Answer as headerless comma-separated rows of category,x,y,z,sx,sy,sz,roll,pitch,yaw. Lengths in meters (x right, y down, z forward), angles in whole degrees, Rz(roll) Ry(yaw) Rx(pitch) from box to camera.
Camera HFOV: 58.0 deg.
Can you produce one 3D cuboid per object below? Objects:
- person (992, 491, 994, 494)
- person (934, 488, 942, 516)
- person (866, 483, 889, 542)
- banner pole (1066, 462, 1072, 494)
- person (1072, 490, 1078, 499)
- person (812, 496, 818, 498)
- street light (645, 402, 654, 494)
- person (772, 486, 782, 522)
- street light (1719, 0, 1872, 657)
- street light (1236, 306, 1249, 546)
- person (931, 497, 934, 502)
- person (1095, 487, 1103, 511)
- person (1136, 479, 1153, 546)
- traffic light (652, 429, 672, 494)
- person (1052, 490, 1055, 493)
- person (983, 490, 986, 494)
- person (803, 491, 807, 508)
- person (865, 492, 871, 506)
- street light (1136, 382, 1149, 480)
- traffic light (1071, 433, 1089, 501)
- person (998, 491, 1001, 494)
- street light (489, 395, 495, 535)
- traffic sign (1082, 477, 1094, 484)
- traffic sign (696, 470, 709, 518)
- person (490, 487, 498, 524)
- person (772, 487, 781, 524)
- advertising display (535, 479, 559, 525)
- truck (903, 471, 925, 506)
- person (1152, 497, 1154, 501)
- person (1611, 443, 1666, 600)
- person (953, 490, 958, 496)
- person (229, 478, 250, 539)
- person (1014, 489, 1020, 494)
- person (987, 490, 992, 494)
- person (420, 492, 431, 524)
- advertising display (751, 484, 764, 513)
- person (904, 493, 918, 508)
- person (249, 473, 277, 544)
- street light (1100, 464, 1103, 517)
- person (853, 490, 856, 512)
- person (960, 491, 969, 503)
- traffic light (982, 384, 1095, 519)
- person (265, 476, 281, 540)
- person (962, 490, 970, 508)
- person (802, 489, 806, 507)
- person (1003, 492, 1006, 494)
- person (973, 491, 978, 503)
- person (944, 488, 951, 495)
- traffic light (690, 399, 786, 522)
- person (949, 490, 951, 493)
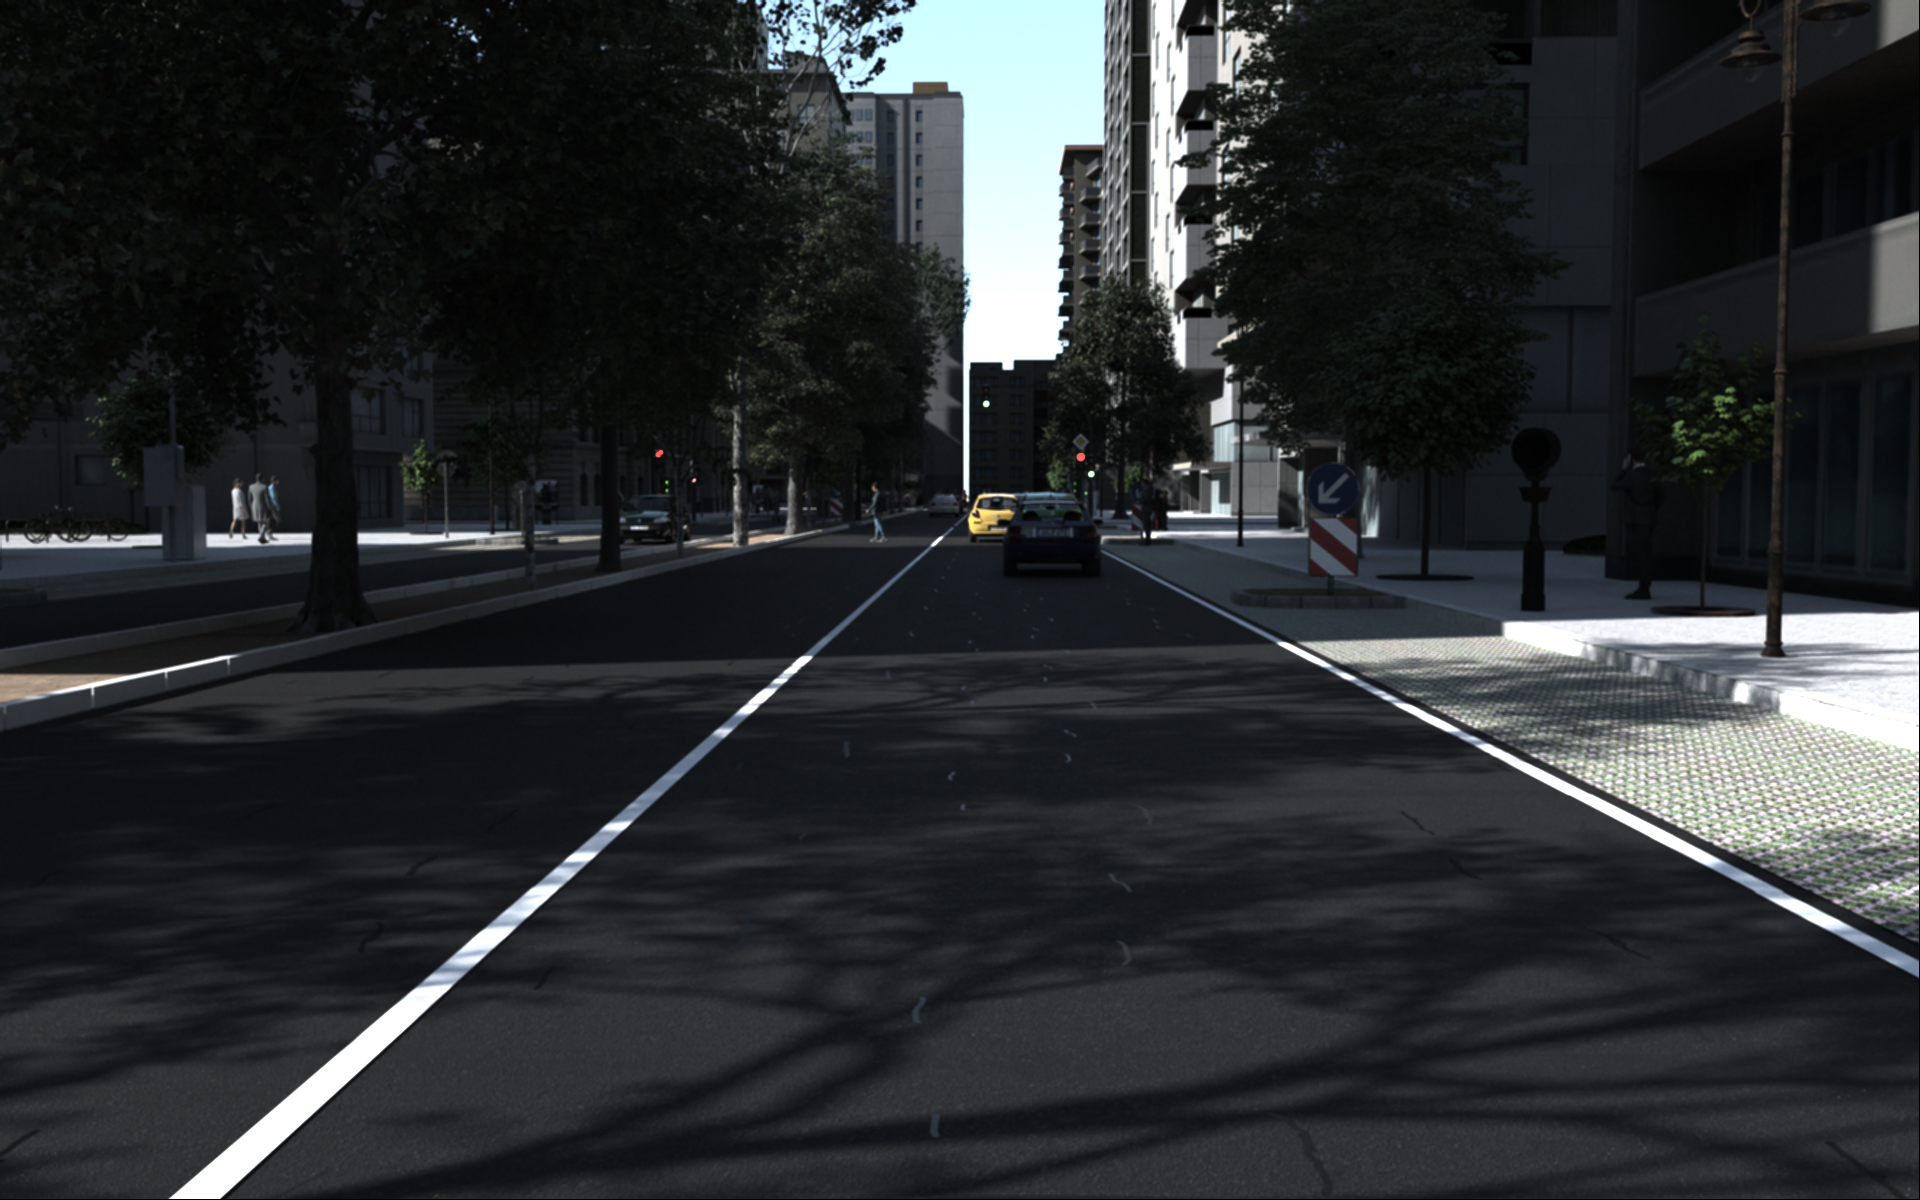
person,4.143,-12.711,216.420,1.348,1.812,0.705,-2,4,-30
person,-1.382,-6.330,112.089,0.635,1.810,0.391,-3,5,-45
person,-2.490,-2.659,52.327,0.721,1.781,0.623,0,4,-4
banner pole,8.337,-8.657,131.566,0.401,3.779,0.863,3,5,42
person,9.999,-8.867,150.976,0.822,1.834,0.622,0,4,-6
person,-13.874,-9.739,166.095,0.721,1.723,1.217,2,4,27
street light,-14.295,-6.586,80.468,0.468,5.910,1.993,0,4,1
person,-9.494,-4.967,89.811,0.679,1.850,0.850,2,4,33
street light,6.429,-2.491,13.513,0.468,5.910,1.993,0,4,1
street light,6.888,-4.257,42.382,0.468,5.910,1.993,0,4,1
person,-2.290,-8.248,148.370,0.505,1.210,0.382,-1,4,-9
person,10.207,-7.482,128.650,0.850,1.792,0.678,1,4,9
person,5.100,-2.426,47.976,0.447,1.846,0.655,1,4,14
traffic light,-12.460,-5.094,72.205,0.839,4.253,0.868,0,4,1
person,9.267,-10.201,173.543,0.721,1.736,1.217,0,4,4
person,2.282,-9.112,157.561,0.705,1.814,1.350,-2,4,-35
person,-13.996,-9.293,158.710,1.217,1.735,0.721,-1,4,-21
person,-10.412,-11.382,196.063,0.593,1.643,0.415,0,4,-8
street light,7.508,-6.029,71.355,0.468,5.910,1.993,0,4,1
traffic light,5.540,-5.564,79.890,0.839,4.253,0.868,0,4,1
person,4.610,-11.740,200.388,0.705,1.831,1.348,2,4,24
street light,-14.793,-5.005,54.621,0.468,5.910,1.993,0,4,1
traffic sign,8.105,-6.707,109.768,0.768,2.556,0.104,1,4,11
traffic sign,-13.951,-5.715,93.546,0.768,2.556,0.104,0,4,8
person,-20.523,-4.111,76.257,0.362,1.759,0.519,0,4,2
person,-8.964,-4.592,83.856,0.520,1.790,0.573,3,5,40
advertising display,-17.327,-4.122,72.606,0.974,1.923,0.123,0,4,-8
truck,-5.943,-13.899,216.165,2.839,4.237,11.283,0,4,3
person,14.640,-7.435,131.878,0.425,1.301,0.394,-1,4,-11
person,8.268,-0.965,21.179,0.648,1.900,0.474,-3,5,-43
person,-0.379,-8.596,149.014,0.580,1.828,0.573,3,5,45
person,-20.571,-2.606,49.393,0.466,1.731,0.760,0,4,3
person,4.246,-7.346,128.788,0.592,1.802,0.473,2,4,26
person,2.103,-7.298,128.303,0.782,1.767,0.515,1,4,10
person,-24.185,-4.280,78.454,0.573,1.828,0.580,-3,5,-44
advertising display,-13.442,-6.713,114.972,0.123,1.923,0.974,3,5,43
person,-4.593,-9.283,160.280,1.348,1.823,0.705,0,4,-7
person,-17.967,-2.355,44.644,0.694,1.812,0.767,1,4,12
street light,7.905,-7.581,96.732,0.468,5.910,1.993,0,4,1
person,-8.500,-8.070,140.923,0.782,1.767,0.515,-3,5,-41
person,0.389,-11.467,195.964,1.348,1.826,0.705,3,4,36
traffic light,3.306,-5.941,71.802,4.771,5.953,1.251,0,4,1
person,-19.068,-2.543,47.964,0.444,1.785,0.601,-2,4,-31
person,0.507,-9.335,161.064,0.705,1.831,1.348,2,4,30
person,-15.248,-9.837,167.318,0.568,1.767,0.683,2,4,28
person,3.660,-8.083,142.468,0.589,1.601,0.330,1,4,18
person,2.019,-13.377,227.356,1.348,1.807,0.705,2,4,29
person,-0.848,-6.616,116.653,0.713,1.824,0.794,-3,5,-44
traffic light,-10.226,-6.454,80.187,4.771,5.953,1.251,0,4,1
person,-0.825,-7.698,134.712,0.694,1.780,0.624,-2,4,-27
